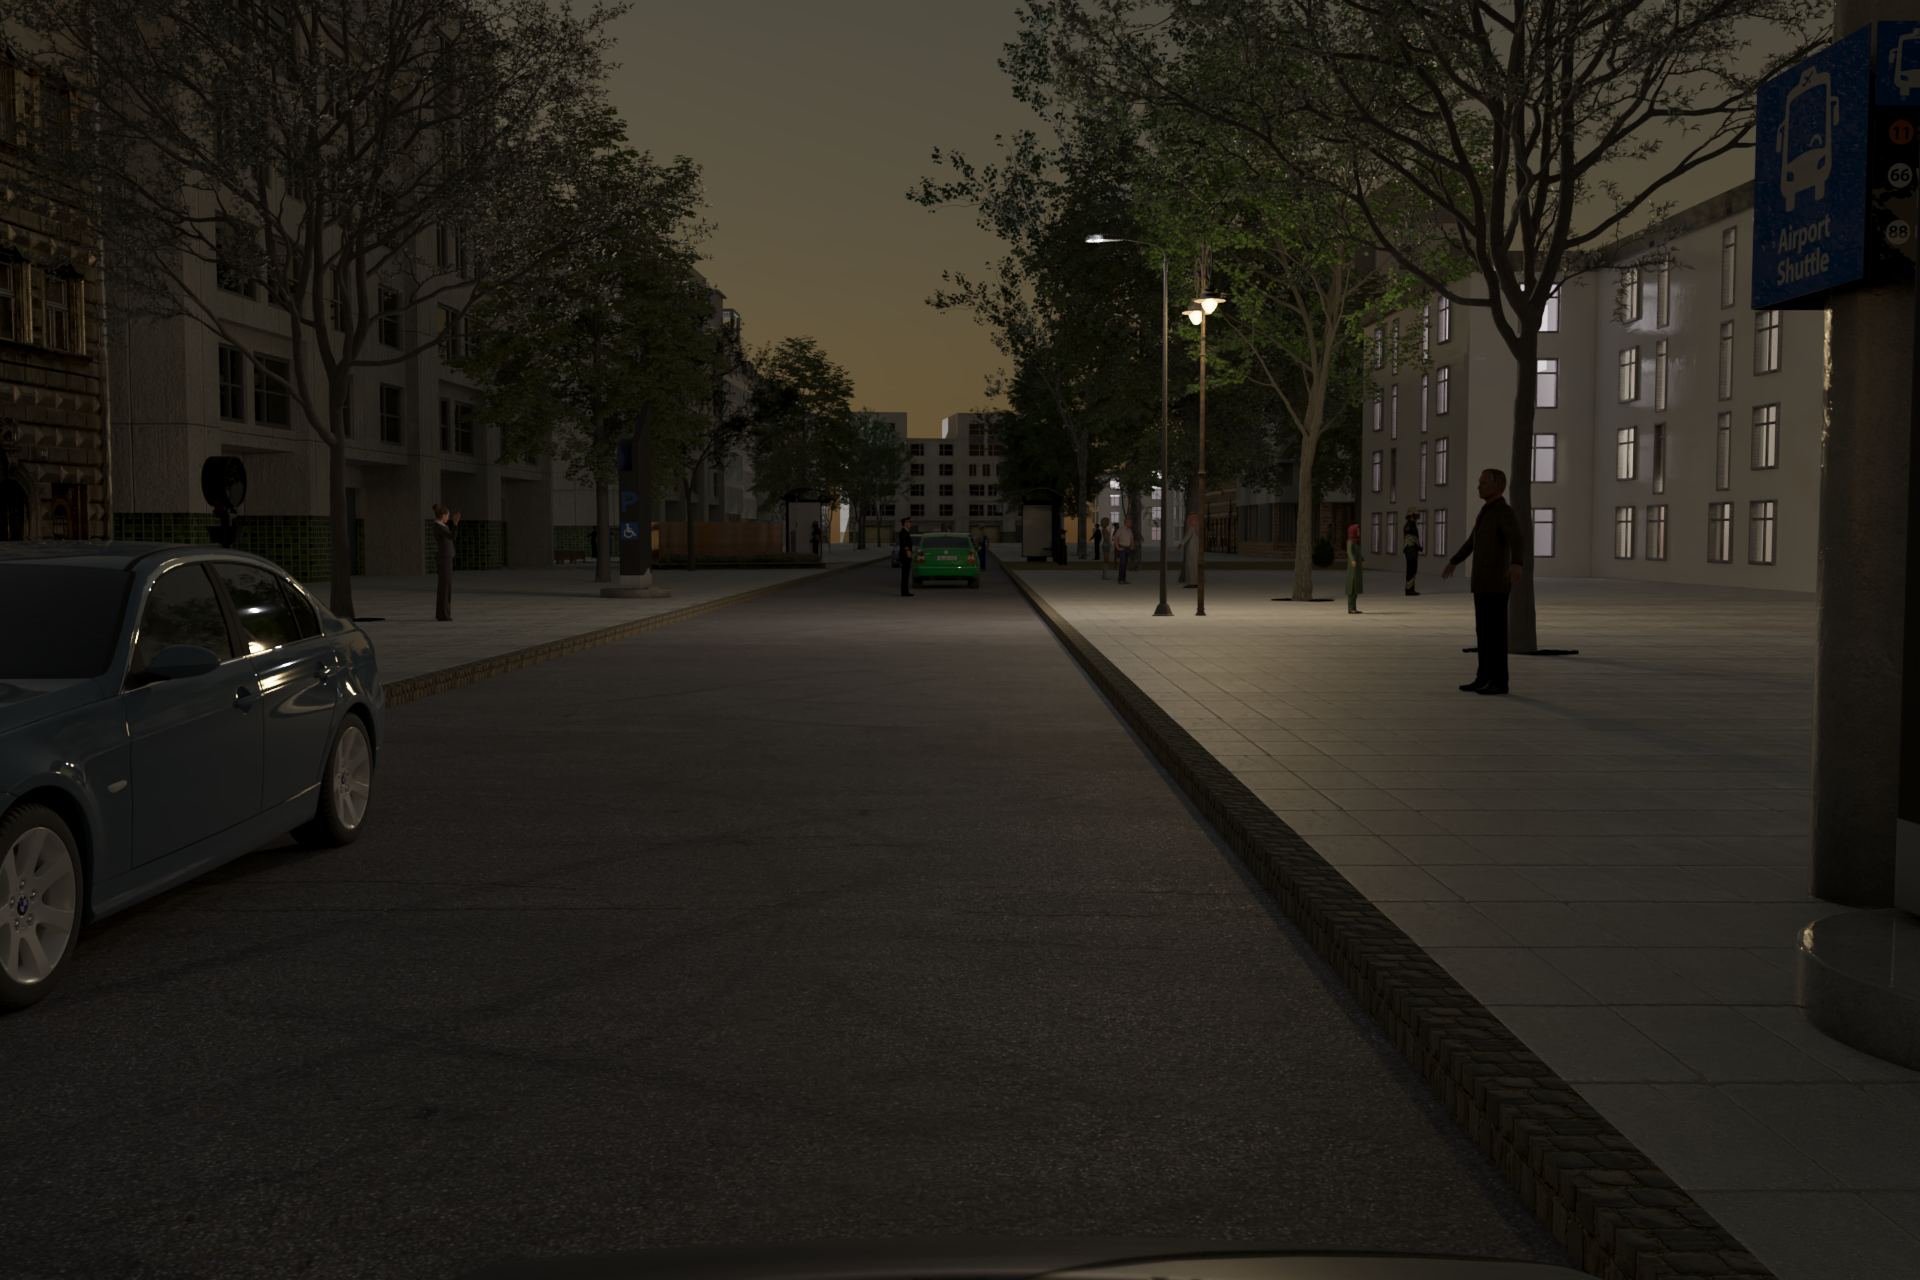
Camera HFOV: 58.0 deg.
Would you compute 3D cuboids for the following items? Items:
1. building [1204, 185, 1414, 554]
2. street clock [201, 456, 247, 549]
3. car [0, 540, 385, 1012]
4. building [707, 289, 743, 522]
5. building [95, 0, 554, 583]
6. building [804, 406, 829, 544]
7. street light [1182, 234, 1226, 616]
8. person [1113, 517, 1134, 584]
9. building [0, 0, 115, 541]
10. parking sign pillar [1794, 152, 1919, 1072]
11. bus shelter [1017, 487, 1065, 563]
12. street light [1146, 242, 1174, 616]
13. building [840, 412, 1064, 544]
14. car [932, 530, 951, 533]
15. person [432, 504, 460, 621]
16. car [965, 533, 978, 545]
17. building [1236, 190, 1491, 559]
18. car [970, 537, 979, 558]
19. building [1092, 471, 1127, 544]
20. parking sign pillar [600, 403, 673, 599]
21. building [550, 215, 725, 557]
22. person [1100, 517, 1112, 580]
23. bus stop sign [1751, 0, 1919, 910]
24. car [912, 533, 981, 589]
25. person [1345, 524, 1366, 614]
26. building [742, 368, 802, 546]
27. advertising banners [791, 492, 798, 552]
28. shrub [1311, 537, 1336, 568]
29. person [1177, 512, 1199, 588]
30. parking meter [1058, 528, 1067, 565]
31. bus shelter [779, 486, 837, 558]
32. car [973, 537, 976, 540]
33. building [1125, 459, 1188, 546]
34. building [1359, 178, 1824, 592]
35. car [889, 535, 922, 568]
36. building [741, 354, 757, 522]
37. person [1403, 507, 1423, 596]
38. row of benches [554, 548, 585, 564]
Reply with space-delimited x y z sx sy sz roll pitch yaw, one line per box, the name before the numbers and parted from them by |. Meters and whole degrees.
building | 26.730 -17.482 116.751 19.493 23.208 18.063 0 4 1
street clock | -6.834 -0.707 16.137 0.358 2.002 0.471 0 4 1
car | -3.658 0.323 6.719 2.014 1.417 4.499 0 3 0
building | -23.748 -17.050 135.179 16.016 20.090 11.380 0 4 1
building | -25.071 -11.453 53.709 16.747 18.905 31.486 0 4 1
building | -27.670 -24.543 232.204 19.493 23.208 18.063 0 4 1
street light | 3.784 -3.319 27.055 0.468 5.910 1.993 0 3 0
person | 4.272 -2.295 44.499 0.756 1.711 0.436 -3 4 -37
building | -27.782 -12.056 28.045 19.493 23.208 18.063 0 4 1
parking sign pillar | 2.936 -0.969 4.313 1.447 3.967 1.447 0 3 0
bus shelter | 3.600 -5.140 77.958 2.014 3.302 5.546 0 4 1
street light | 3.723 -3.327 26.940 1.470 5.913 1.316 0 4 0
building | -1.542 -23.830 258.528 31.486 18.905 16.747 -1 4 -8
car | -1.501 -8.160 142.094 2.281 1.827 5.304 0 4 1
person | -7.502 -1.142 25.521 0.742 1.727 0.445 2 4 34
car | 0.073 -5.025 91.746 1.945 1.707 3.694 0 4 0
building | 21.548 -15.006 101.771 16.016 20.090 11.380 0 3 0
car | -0.023 -3.593 71.320 1.945 1.354 3.894 0 4 1
building | 22.903 -17.616 230.164 9.099 9.664 28.070 0 4 0
parking sign pillar | -6.563 -2.846 35.003 1.447 3.967 1.447 0 4 0
building | -26.090 -15.023 112.077 16.747 18.905 31.486 0 4 1
person | 4.179 -2.573 48.674 0.721 1.753 1.214 0 4 3
bus stop sign | 3.331 -1.038 5.989 0.837 3.901 0.837 0 4 1
car | -0.394 -2.324 46.792 1.959 1.807 4.718 0 4 -1
person | 6.401 -1.141 27.863 0.599 1.438 0.989 1 4 23
building | -28.206 -22.662 201.457 19.493 23.208 18.063 0 4 0
advertising banners | -6.868 -4.631 71.909 0.090 3.025 2.074 0 4 2
shrub | 13.919 -3.379 66.366 1.383 1.207 1.383 0 3 0
person | 5.506 -2.139 41.128 0.704 1.811 1.347 2 4 29
parking meter | 4.247 -3.865 71.597 0.372 1.533 0.369 0 3 0
bus shelter | -6.626 -5.026 76.098 2.014 3.302 5.546 0 4 1
car | 0.546 -8.986 158.930 2.014 1.417 4.499 0 4 -1
building | 23.797 -15.061 188.395 9.099 9.664 28.070 0 4 0
building | 19.557 -6.693 51.577 9.099 9.664 28.070 0 4 0
car | -2.029 -3.866 75.204 2.014 1.417 4.499 0 4 1
building | -27.646 -19.715 178.756 16.016 20.090 11.380 0 4 1
person | 9.447 -1.849 36.102 0.704 1.845 1.351 1 4 21
row of benches | -17.135 -3.581 74.013 1.422 0.672 4.104 1 4 11
